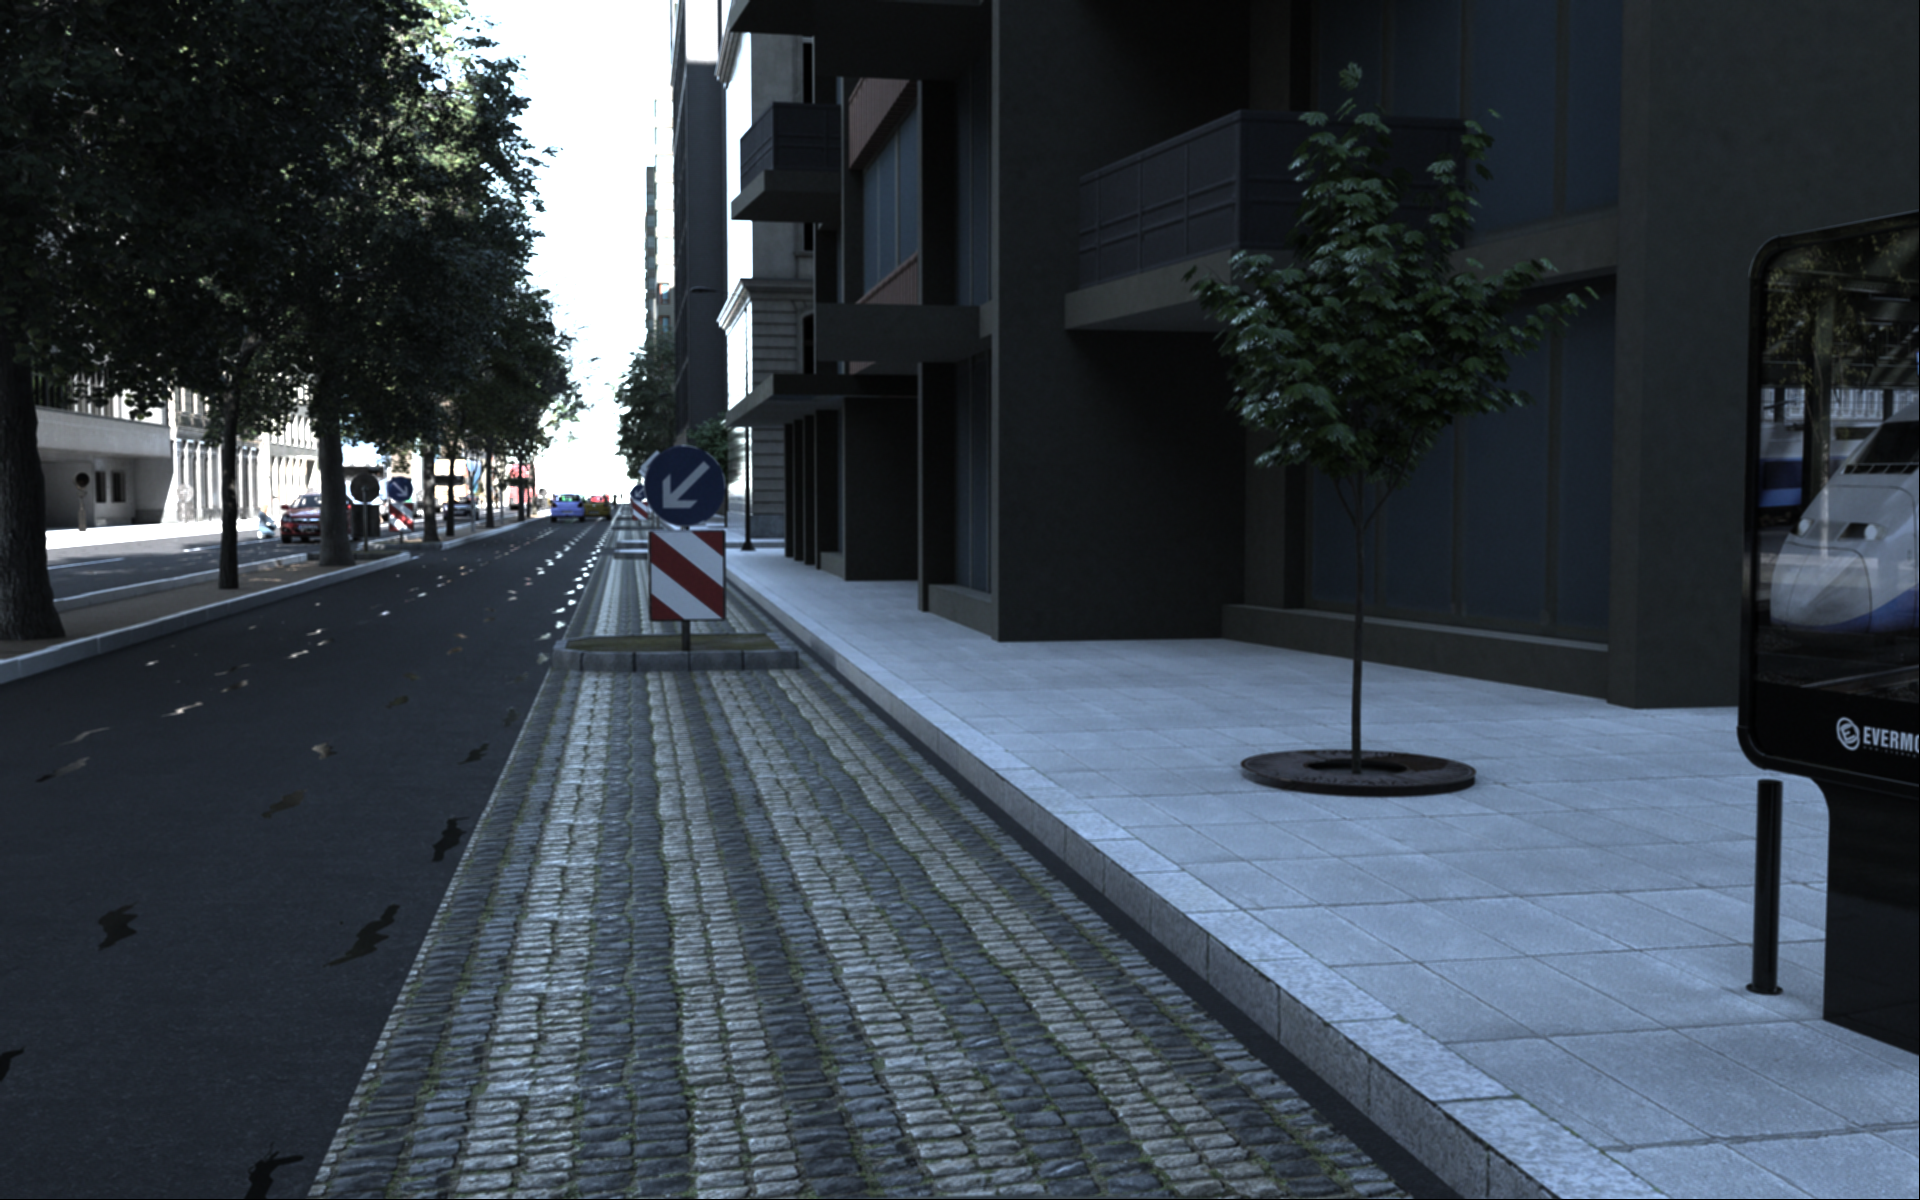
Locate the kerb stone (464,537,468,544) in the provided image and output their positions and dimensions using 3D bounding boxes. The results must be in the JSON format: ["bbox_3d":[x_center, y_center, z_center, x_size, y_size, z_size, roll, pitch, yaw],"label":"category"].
[{"bbox_3d":[-14.312,-1.681,49.703,0.120,0.150,1.000,-1,4,-11],"label":"kerb stone"}]

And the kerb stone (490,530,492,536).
[{"bbox_3d":[-16.051,-2.237,58.765,0.120,0.150,1.000,-1,4,-11],"label":"kerb stone"}]

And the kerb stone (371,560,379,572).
[{"bbox_3d":[-10.935,-0.596,32.078,0.120,0.150,1.000,-1,4,-11],"label":"kerb stone"}]

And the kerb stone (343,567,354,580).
[{"bbox_3d":[-10.354,-0.419,29.054,0.120,0.150,1.000,-1,4,-11],"label":"kerb stone"}]

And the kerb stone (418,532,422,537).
[{"bbox_3d":[-17.733,-2.090,56.375,0.120,0.150,1.000,-1,4,-11],"label":"kerb stone"}]

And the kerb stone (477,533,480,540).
[{"bbox_3d":[-15.084,-1.928,53.725,0.120,0.150,1.000,-1,4,-11],"label":"kerb stone"}]

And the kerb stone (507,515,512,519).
[{"bbox_3d":[-26.033,-4.739,99.671,0.120,0.150,1.000,-1,4,-11],"label":"kerb stone"}]

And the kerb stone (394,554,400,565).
[{"bbox_3d":[-11.519,-0.789,35.093,0.120,0.150,1.000,-1,4,-11],"label":"kerb stone"}]

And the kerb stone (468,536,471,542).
[{"bbox_3d":[-14.507,-1.744,50.706,0.120,0.150,1.000,-1,4,-11],"label":"kerb stone"}]

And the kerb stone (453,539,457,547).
[{"bbox_3d":[-13.732,-1.496,46.679,0.120,0.150,1.000,-1,4,-11],"label":"kerb stone"}]

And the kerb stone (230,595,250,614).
[{"bbox_3d":[-8.808,0.073,21.004,0.120,0.150,1.000,-1,4,-11],"label":"kerb stone"}]

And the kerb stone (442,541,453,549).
[{"bbox_3d":[-13.547,-1.436,45.674,0.120,0.150,1.000,-1,4,-11],"label":"kerb stone"}]

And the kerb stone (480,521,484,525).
[{"bbox_3d":[-22.359,-3.568,80.534,0.120,0.150,1.000,-1,4,-11],"label":"kerb stone"}]

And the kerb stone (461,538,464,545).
[{"bbox_3d":[-14.122,-1.621,48.698,0.120,0.150,1.000,-1,4,-11],"label":"kerb stone"}]

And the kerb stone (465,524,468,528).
[{"bbox_3d":[-20.816,-3.075,72.488,0.120,0.150,1.000,-1,4,-11],"label":"kerb stone"}]

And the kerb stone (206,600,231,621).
[{"bbox_3d":[-8.624,0.135,19.993,0.120,0.150,1.000,-1,4,-11],"label":"kerb stone"}]

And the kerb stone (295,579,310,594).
[{"bbox_3d":[-9.581,-0.167,25.020,0.120,0.150,1.000,-1,4,-11],"label":"kerb stone"}]

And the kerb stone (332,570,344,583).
[{"bbox_3d":[-10.166,-0.355,28.049,0.120,0.150,1.000,-1,4,-11],"label":"kerb stone"}]

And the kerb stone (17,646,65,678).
[{"bbox_3d":[-7.460,0.511,13.952,0.120,0.150,1.000,-1,4,-11],"label":"kerb stone"}]

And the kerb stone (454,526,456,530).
[{"bbox_3d":[-19.855,-2.768,67.459,0.120,0.150,1.000,-1,4,-11],"label":"kerb stone"}]

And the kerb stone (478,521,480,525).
[{"bbox_3d":[-21.984,-3.441,78.524,0.120,0.150,1.000,-1,4,-11],"label":"kerb stone"}]

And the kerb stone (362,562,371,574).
[{"bbox_3d":[-10.743,-0.542,31.061,0.120,0.150,1.000,-1,4,-11],"label":"kerb stone"}]

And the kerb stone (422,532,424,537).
[{"bbox_3d":[-17.926,-2.152,57.385,0.120,0.150,1.000,-1,4,-11],"label":"kerb stone"}]

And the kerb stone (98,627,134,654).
[{"bbox_3d":[-7.845,0.382,15.960,0.120,0.150,1.000,-1,4,-11],"label":"kerb stone"}]

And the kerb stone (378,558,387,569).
[{"bbox_3d":[-11.130,-0.666,33.081,0.120,0.150,1.000,-1,4,-11],"label":"kerb stone"}]

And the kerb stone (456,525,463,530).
[{"bbox_3d":[-20.435,-2.948,70.472,0.120,0.150,1.000,-1,4,-11],"label":"kerb stone"}]

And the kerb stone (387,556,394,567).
[{"bbox_3d":[-11.321,-0.727,34.090,0.120,0.150,1.000,-1,4,-11],"label":"kerb stone"}]

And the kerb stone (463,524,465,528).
[{"bbox_3d":[-20.630,-3.013,71.480,0.120,0.150,1.000,-1,4,-11],"label":"kerb stone"}]

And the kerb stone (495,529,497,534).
[{"bbox_3d":[-16.439,-2.359,60.788,0.120,0.150,1.000,-1,4,-11],"label":"kerb stone"}]

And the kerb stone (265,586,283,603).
[{"bbox_3d":[-9.196,-0.050,23.012,0.120,0.150,1.000,-1,4,-11],"label":"kerb stone"}]

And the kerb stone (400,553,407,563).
[{"bbox_3d":[-11.707,-0.850,36.097,0.120,0.150,1.000,-1,4,-11],"label":"kerb stone"}]

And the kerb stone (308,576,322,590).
[{"bbox_3d":[-9.776,-0.234,26.025,0.120,0.150,1.000,-1,4,-11],"label":"kerb stone"}]

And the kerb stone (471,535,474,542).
[{"bbox_3d":[-14.699,-1.802,51.710,0.120,0.150,1.000,-1,4,-11],"label":"kerb stone"}]

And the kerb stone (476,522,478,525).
[{"bbox_3d":[-21.782,-3.383,77.508,0.120,0.150,1.000,-1,4,-11],"label":"kerb stone"}]

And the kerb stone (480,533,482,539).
[{"bbox_3d":[-15.280,-1.986,54.734,0.120,0.150,1.000,-1,4,-11],"label":"kerb stone"}]

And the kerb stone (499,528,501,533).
[{"bbox_3d":[-16.828,-2.479,62.810,0.120,0.150,1.000,-1,4,-11],"label":"kerb stone"}]

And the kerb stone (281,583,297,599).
[{"bbox_3d":[-9.392,-0.110,24.016,0.120,0.150,1.000,-1,4,-11],"label":"kerb stone"}]

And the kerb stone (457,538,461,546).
[{"bbox_3d":[-13.923,-1.557,47.689,0.120,0.150,1.000,-1,4,-11],"label":"kerb stone"}]

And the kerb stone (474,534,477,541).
[{"bbox_3d":[-14.891,-1.863,52.715,0.120,0.150,1.000,-1,4,-11],"label":"kerb stone"}]

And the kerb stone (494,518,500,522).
[{"bbox_3d":[-24.684,-4.308,92.631,0.120,0.150,1.000,-1,4,-11],"label":"kerb stone"}]

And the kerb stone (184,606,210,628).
[{"bbox_3d":[-8.428,0.197,18.976,0.120,0.150,1.000,-1,4,-11],"label":"kerb stone"}]

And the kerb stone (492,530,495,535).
[{"bbox_3d":[-16.246,-2.296,59.775,0.120,0.150,1.000,-1,4,-11],"label":"kerb stone"}]

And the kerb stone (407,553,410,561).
[{"bbox_3d":[-11.905,-0.912,37.100,0.120,0.150,1.000,-1,4,-11],"label":"kerb stone"}]

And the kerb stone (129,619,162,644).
[{"bbox_3d":[-8.037,0.325,16.965,0.120,0.150,1.000,-1,4,-11],"label":"kerb stone"}]

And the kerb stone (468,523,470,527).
[{"bbox_3d":[-21.011,-3.135,73.492,0.120,0.150,1.000,-1,4,-11],"label":"kerb stone"}]

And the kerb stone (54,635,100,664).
[{"bbox_3d":[-7.662,0.443,14.954,0.120,0.150,1.000,-1,4,-11],"label":"kerb stone"}]

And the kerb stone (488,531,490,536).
[{"bbox_3d":[-15.865,-2.175,57.754,0.120,0.150,1.000,-1,4,-11],"label":"kerb stone"}]

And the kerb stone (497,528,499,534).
[{"bbox_3d":[-16.628,-2.419,61.794,0.120,0.150,1.000,-1,4,-11],"label":"kerb stone"}]

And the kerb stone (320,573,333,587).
[{"bbox_3d":[-9.978,-0.296,27.034,0.120,0.150,1.000,-1,4,-11],"label":"kerb stone"}]

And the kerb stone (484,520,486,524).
[{"bbox_3d":[-22.554,-3.625,81.537,0.120,0.150,1.000,-1,4,-11],"label":"kerb stone"}]

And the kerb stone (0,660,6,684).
[{"bbox_3d":[-7.276,0.566,12.947,0.120,0.150,1.000,-1,4,-11],"label":"kerb stone"}]

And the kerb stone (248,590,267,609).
[{"bbox_3d":[-9.007,0.012,22.007,0.120,0.150,1.000,-1,4,-11],"label":"kerb stone"}]

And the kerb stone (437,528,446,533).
[{"bbox_3d":[-19.283,-2.584,64.441,0.120,0.150,1.000,-1,4,-11],"label":"kerb stone"}]

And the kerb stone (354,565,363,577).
[{"bbox_3d":[-10.549,-0.481,30.057,0.120,0.150,1.000,-1,4,-11],"label":"kerb stone"}]

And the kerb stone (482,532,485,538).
[{"bbox_3d":[-15.475,-2.048,55.737,0.120,0.150,1.000,-1,4,-11],"label":"kerb stone"}]

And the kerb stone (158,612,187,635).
[{"bbox_3d":[-8.234,0.261,17.968,0.120,0.150,1.000,-1,4,-11],"label":"kerb stone"}]

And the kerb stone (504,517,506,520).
[{"bbox_3d":[-25.065,-4.431,94.643,0.120,0.150,1.000,-1,4,-11],"label":"kerb stone"}]

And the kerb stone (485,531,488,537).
[{"bbox_3d":[-15.664,-2.113,56.745,0.120,0.150,1.000,-1,4,-11],"label":"kerb stone"}]
